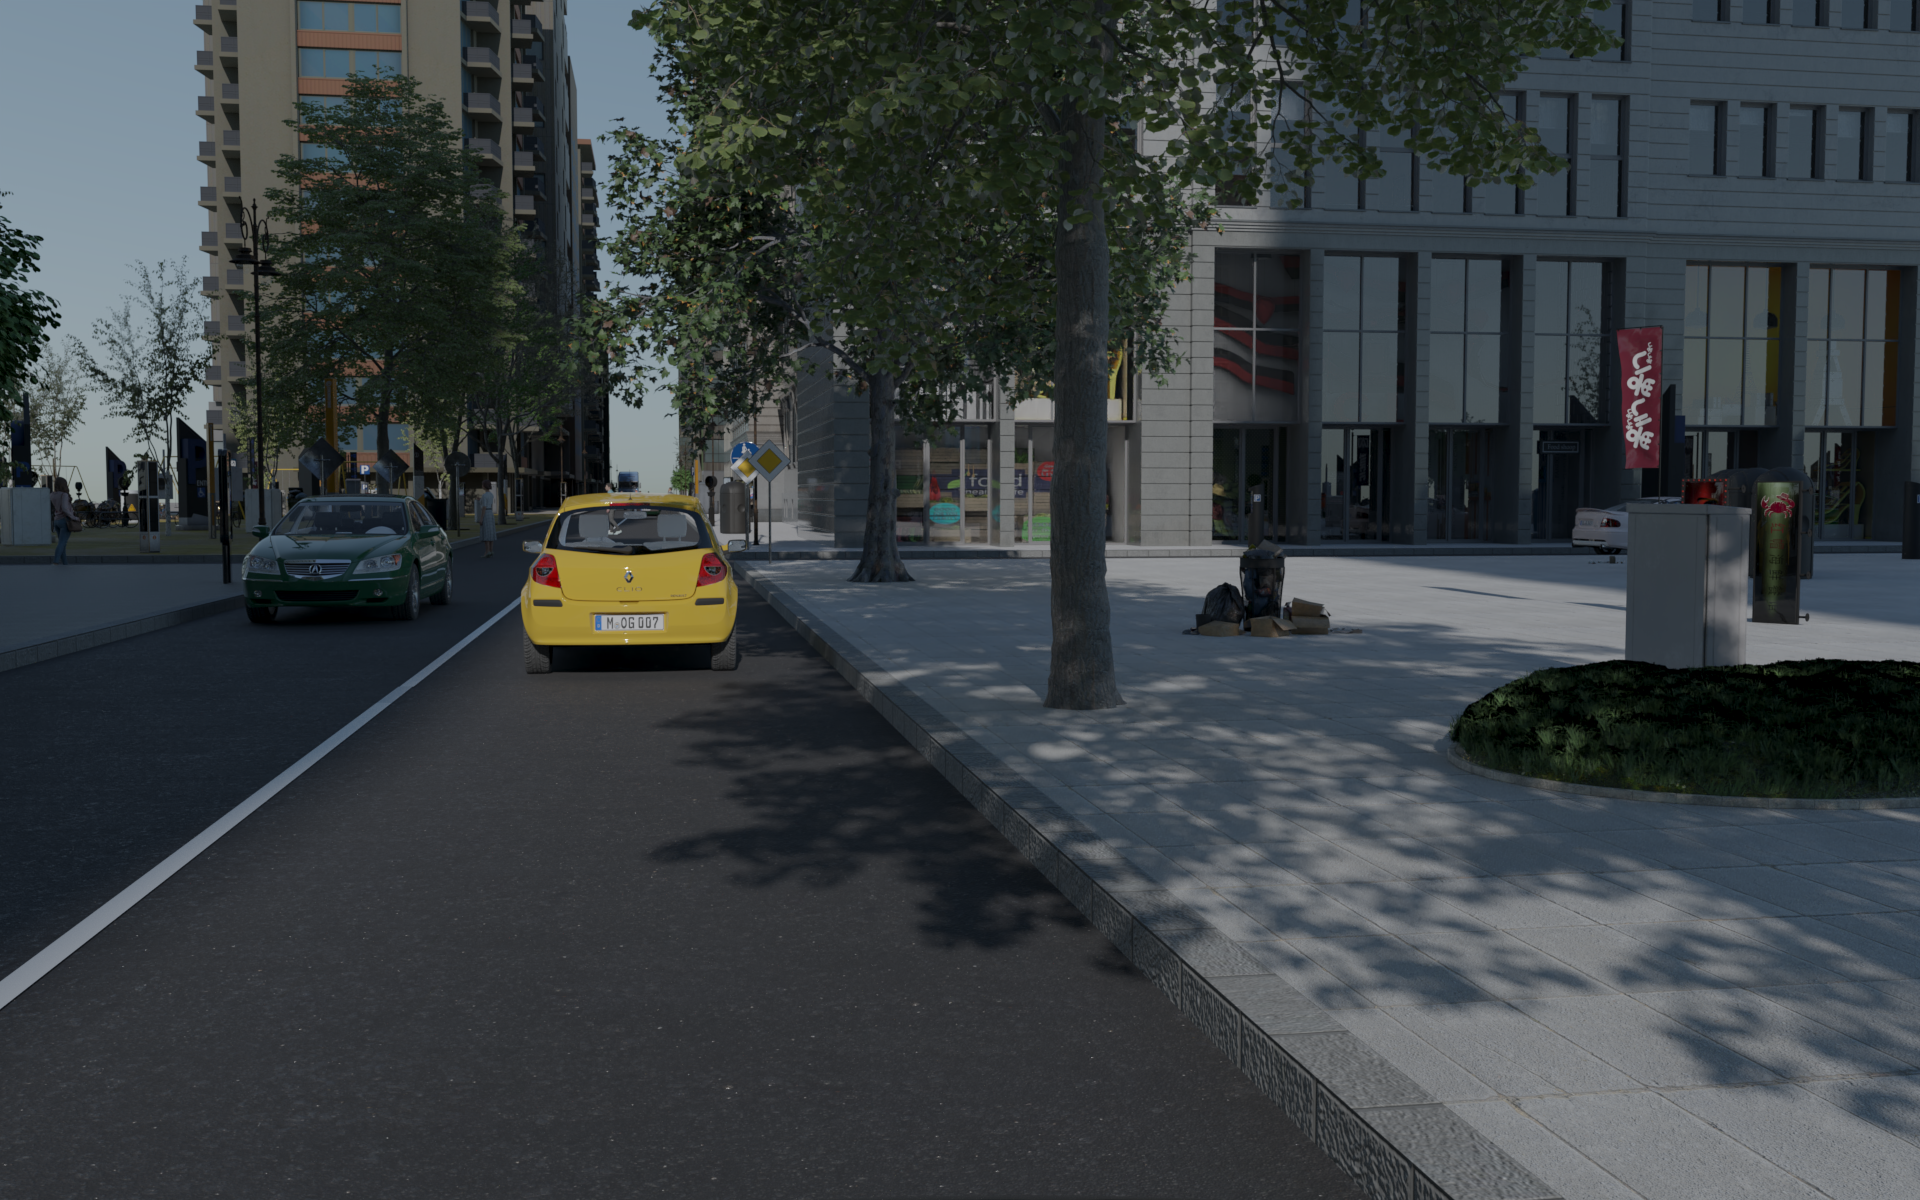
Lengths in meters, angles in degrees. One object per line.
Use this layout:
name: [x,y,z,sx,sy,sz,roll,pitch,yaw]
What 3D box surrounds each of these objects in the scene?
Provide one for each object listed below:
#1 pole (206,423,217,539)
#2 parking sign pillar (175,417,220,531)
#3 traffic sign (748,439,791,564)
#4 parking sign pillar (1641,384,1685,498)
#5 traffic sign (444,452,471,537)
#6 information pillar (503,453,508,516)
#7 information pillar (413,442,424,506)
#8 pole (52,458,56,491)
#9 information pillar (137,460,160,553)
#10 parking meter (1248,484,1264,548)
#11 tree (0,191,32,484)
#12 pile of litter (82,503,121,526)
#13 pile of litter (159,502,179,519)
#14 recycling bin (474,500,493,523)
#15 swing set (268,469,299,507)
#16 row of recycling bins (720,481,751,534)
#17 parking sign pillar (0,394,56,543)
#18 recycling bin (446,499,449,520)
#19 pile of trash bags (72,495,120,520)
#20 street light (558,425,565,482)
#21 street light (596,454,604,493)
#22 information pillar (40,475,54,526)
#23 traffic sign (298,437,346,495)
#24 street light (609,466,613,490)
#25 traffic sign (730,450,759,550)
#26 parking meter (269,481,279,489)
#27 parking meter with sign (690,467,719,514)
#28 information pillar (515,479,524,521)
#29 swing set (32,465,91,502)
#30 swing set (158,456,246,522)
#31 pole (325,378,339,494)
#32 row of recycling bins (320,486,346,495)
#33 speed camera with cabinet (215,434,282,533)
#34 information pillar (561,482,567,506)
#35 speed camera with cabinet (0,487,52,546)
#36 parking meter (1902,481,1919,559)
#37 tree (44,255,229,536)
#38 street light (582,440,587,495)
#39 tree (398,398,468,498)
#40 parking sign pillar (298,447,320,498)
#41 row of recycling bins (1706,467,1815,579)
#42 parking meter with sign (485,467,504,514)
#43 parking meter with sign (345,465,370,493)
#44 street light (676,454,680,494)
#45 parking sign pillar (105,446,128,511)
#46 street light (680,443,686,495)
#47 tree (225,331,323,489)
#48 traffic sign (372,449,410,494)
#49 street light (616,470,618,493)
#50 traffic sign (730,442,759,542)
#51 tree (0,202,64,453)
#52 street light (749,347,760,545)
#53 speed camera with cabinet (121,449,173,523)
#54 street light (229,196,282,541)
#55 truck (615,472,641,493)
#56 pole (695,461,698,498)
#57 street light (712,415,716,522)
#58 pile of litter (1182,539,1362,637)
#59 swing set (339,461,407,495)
pole: [-21.463,-3.413,49.639,0.158,3.312,0.155,0,3,0]
parking sign pillar: [-27.026,-4.454,61.302,1.447,3.967,1.447,1,4,23]
traffic sign: [-3.502,-1.726,31.857,0.795,2.450,0.064,-1,4,-10]
parking sign pillar: [17.530,-3.347,43.203,1.447,3.967,1.447,0,4,-7]
traffic sign: [-15.044,-3.168,51.906,0.768,2.556,0.104,-1,4,-9]
information pillar: [-26.089,-6.612,99.465,0.183,3.616,0.504,0,4,1]
information pillar: [-24.597,-5.340,78.660,0.504,3.616,0.183,-3,5,-43]
pole: [-51.283,-6.379,98.141,0.158,3.312,0.155,0,3,0]
information pillar: [-17.708,-2.038,37.807,0.304,2.012,0.304,2,4,23]
parking meter: [7.071,-2.014,41.348,0.372,1.533,0.369,0,3,0]
tree: [-22.571,-5.406,38.755,4.737,8.622,4.395,0,3,0]
pile of litter: [-34.749,-3.404,69.612,1.176,0.858,1.719,0,4,-3]
pile of litter: [-40.379,-4.538,88.161,1.176,0.858,1.719,-3,5,-40]
recycling bin: [-21.308,-3.970,77.465,0.722,1.027,0.722,-1,4,-21]
swing set: [-41.425,-6.761,108.167,3.119,2.851,2.862,0,4,6]
row of recycling bins: [-7.423,-3.064,57.214,1.069,1.692,3.534,0,4,-6]
parking sign pillar: [-24.634,-3.489,45.511,1.447,3.967,1.447,-2,4,-29]
recycling bin: [-25.829,-4.482,85.837,0.722,1.027,0.722,3,4,37]
pile of trash bags: [-43.522,-4.666,86.034,3.447,1.369,1.912,0,4,7]
street light: [-26.281,-8.656,114.320,0.468,5.910,1.993,-1,4,-10]
street light: [-38.666,-12.992,185.206,0.468,5.910,1.993,-1,4,-10]
information pillar: [-35.197,-3.811,66.801,0.304,2.012,0.304,1,4,18]
traffic sign: [-11.234,-1.645,30.537,0.795,2.450,0.064,-1,4,-10]
street light: [-46.570,-15.807,231.237,0.468,5.910,1.993,-1,4,-10]
traffic sign: [-4.870,-2.207,39.724,0.795,2.450,0.064,-1,4,-10]
parking meter: [-31.510,-4.519,79.590,0.255,1.863,0.399,3,5,43]
parking meter with sign: [-16.317,-7.008,110.838,1.738,3.016,0.543,1,4,8]
information pillar: [-20.884,-4.746,82.082,0.304,2.012,0.304,0,4,2]
swing set: [-49.536,-5.930,94.574,2.862,2.851,3.119,1,4,22]
swing set: [-31.395,-4.474,70.769,3.119,2.851,2.862,1,4,19]
pole: [-11.111,-2.252,30.670,0.158,3.312,0.155,0,3,0]
row of recycling bins: [-33.106,-5.116,90.759,3.534,1.692,1.069,1,4,16]
speed camera with cabinet: [-23.330,-3.818,56.755,2.038,3.252,0.660,1,4,10]
information pillar: [-24.688,-6.328,107.951,0.304,2.012,0.304,0,4,-1]
speed camera with cabinet: [-23.562,-2.953,42.625,0.660,3.252,2.038,2,4,34]
parking meter: [18.775,-1.571,34.095,0.372,1.533,0.369,0,3,0]
tree: [-24.457,-6.262,52.750,4.360,8.622,3.978,0,3,0]
street light: [-32.339,-10.798,149.337,0.468,5.910,1.993,-1,4,-10]
tree: [-31.744,-9.469,105.183,4.737,8.622,4.395,0,3,0]
parking sign pillar: [-31.639,-5.854,84.191,1.447,3.967,1.447,3,5,42]
row of recycling bins: [12.636,-1.256,27.651,1.069,1.692,3.534,0,4,8]
parking meter with sign: [-29.660,-6.928,109.541,1.738,3.016,0.543,0,4,-8]
parking meter with sign: [-30.413,-5.540,86.844,1.738,3.016,0.543,-1,4,-14]
street light: [-30.364,-13.196,188.535,0.468,5.910,1.993,-1,4,-10]
parking sign pillar: [-47.939,-6.732,98.532,1.447,3.967,1.447,1,4,12]
street light: [-24.321,-11.054,153.516,0.468,5.910,1.993,-1,4,-10]
tree: [-29.965,-7.657,75.552,4.737,8.622,4.395,0,3,0]
traffic sign: [-12.602,-2.126,38.404,0.795,2.450,0.064,-1,4,-10]
street light: [-52.864,-18.000,267.093,0.468,5.910,1.993,-1,4,-10]
traffic sign: [-5.183,-2.568,42.092,0.768,2.556,0.104,0,4,-2]
tree: [-10.258,-1.995,16.334,4.285,4.588,4.351,0,3,0]
street light: [-5.121,-4.314,43.318,0.468,5.910,1.993,-1,4,-10]
speed camera with cabinet: [-35.867,-5.018,76.385,2.038,3.252,0.660,0,4,-7]
street light: [-11.022,-3.330,27.228,0.468,5.910,1.993,-1,4,-10]
truck: [-40.465,-13.627,212.560,2.967,4.110,18.799,-1,4,-9]
pole: [-15.853,-6.752,104.239,0.158,3.312,0.155,0,3,0]
street light: [-11.189,-6.462,78.442,0.468,5.910,1.993,-1,4,-10]
pile of litter: [2.908,-0.123,15.976,1.719,0.858,1.176,0,4,5]
swing set: [-28.216,-5.208,82.764,3.119,2.851,2.862,0,4,-5]
